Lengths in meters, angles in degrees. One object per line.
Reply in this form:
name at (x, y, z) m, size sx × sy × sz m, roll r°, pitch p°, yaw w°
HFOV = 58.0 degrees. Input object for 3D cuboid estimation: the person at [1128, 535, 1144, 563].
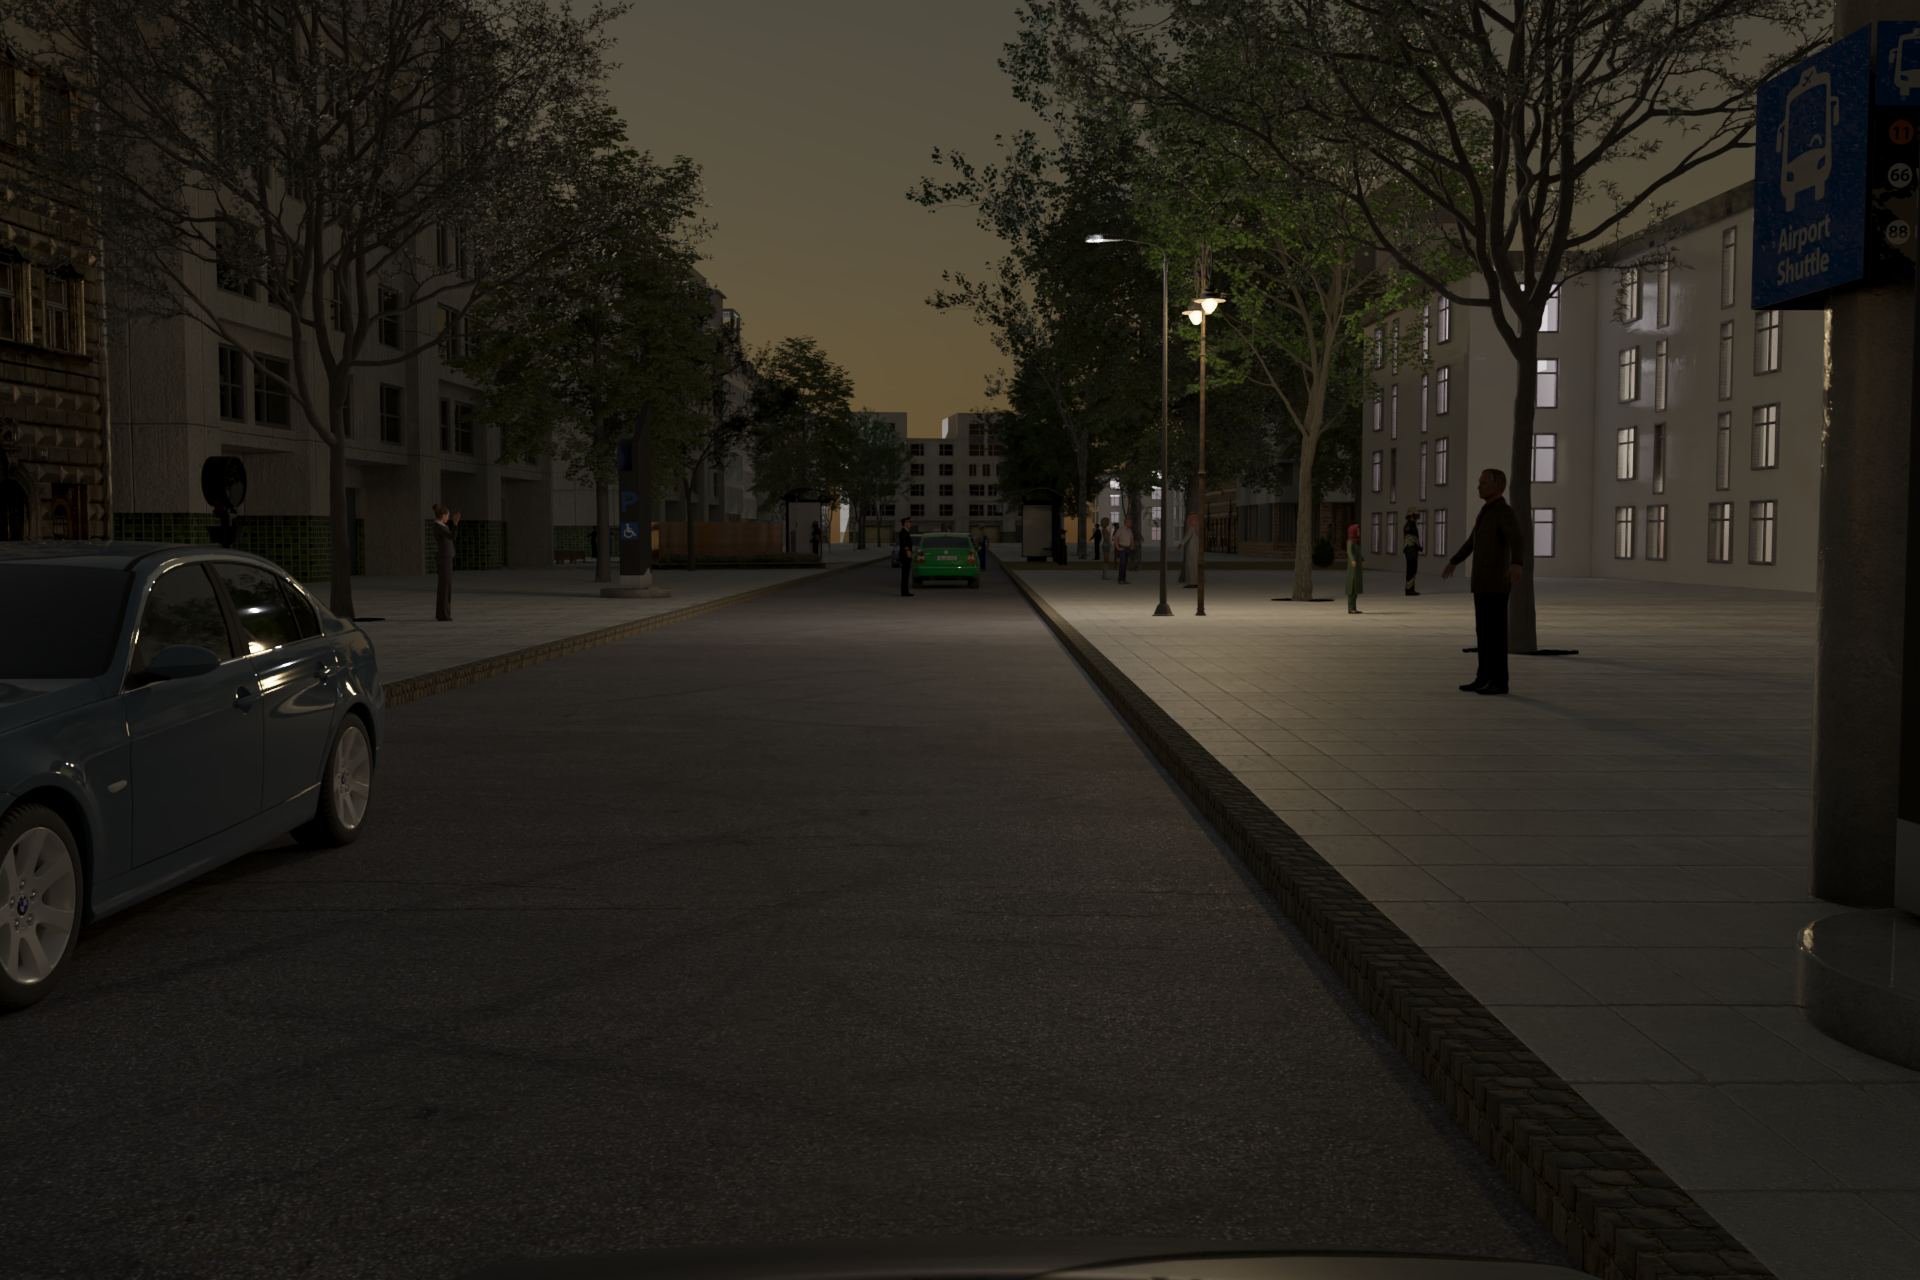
person at (7.531, -4.243, 75.560) m, size 1.347 × 1.806 × 0.705 m, roll -2°, pitch 4°, yaw -32°

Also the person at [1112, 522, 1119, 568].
person at (6.079, -3.642, 66.357) m, size 0.721 × 1.733 × 1.217 m, roll 0°, pitch 4°, yaw 8°

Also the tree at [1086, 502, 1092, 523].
tree at (20.361, -18.661, 255.465) m, size 4.360 × 8.622 × 3.978 m, roll 0°, pitch 3°, yaw 0°

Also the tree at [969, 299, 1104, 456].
tree at (6.840, -17.279, 138.403) m, size 12.611 × 20.169 × 13.585 m, roll 0°, pitch 3°, yaw 0°

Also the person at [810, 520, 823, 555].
person at (-6.077, -4.083, 72.542) m, size 0.705 × 1.856 × 1.354 m, roll -1°, pitch 4°, yaw -14°

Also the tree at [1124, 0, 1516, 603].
tree at (6.687, -6.538, 32.652) m, size 9.928 × 11.665 × 9.643 m, roll 0°, pitch 3°, yaw 0°

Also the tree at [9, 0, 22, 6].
tree at (-8.904, -3.774, 12.072) m, size 4.360 × 8.622 × 3.978 m, roll 0°, pitch 3°, yaw 0°

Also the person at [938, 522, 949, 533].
person at (-0.478, -2.810, 54.528) m, size 1.348 × 1.813 × 0.705 m, roll 2°, pitch 4°, yaw 32°

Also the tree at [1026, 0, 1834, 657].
tree at (6.029, -6.606, 18.371) m, size 12.009 × 13.543 × 11.850 m, roll 0°, pitch 3°, yaw 0°

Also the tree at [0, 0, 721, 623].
tree at (-9.139, -7.007, 24.935) m, size 12.009 × 13.543 × 11.850 m, roll 0°, pitch 3°, yaw 0°

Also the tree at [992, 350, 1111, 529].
tree at (6.705, -12.919, 117.877) m, size 9.857 × 13.997 × 8.962 m, roll 0°, pitch 3°, yaw 0°

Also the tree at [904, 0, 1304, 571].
tree at (4.948, -12.505, 60.341) m, size 12.611 × 20.169 × 13.585 m, roll 0°, pitch 3°, yaw 0°

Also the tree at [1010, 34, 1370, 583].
tree at (6.179, -8.501, 45.648) m, size 9.857 × 13.997 × 8.962 m, roll 0°, pitch 3°, yaw 0°

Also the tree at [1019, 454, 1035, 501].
tree at (6.972, -12.199, 149.819) m, size 4.360 × 8.622 × 3.978 m, roll 0°, pitch 3°, yaw 0°

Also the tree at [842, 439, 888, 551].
tree at (-8.249, -11.091, 131.697) m, size 4.360 × 8.622 × 3.978 m, roll 0°, pitch 3°, yaw 0°

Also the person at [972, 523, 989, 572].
person at (0.812, -3.541, 66.201) m, size 0.705 × 1.847 × 1.347 m, roll 2°, pitch 4°, yaw 30°

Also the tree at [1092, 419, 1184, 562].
tree at (7.239, -7.673, 75.814) m, size 4.360 × 8.622 × 3.978 m, roll 0°, pitch 3°, yaw 0°

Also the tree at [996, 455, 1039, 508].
tree at (7.036, -14.794, 167.643) m, size 9.928 × 11.665 × 9.643 m, roll 0°, pitch 3°, yaw 0°

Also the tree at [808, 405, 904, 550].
tree at (-8.315, -13.176, 141.176) m, size 9.928 × 11.665 × 9.643 m, roll 0°, pitch 3°, yaw 0°

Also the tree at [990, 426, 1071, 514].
tree at (6.609, -14.686, 158.246) m, size 7.486 × 12.596 × 7.792 m, roll 0°, pitch 3°, yaw 0°

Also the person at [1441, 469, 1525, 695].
person at (4.263, -0.477, 13.983) m, size 0.705 × 1.807 × 1.348 m, roll 0°, pitch 4°, yaw -7°

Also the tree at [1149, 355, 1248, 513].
tree at (9.536, -7.316, 69.974) m, size 4.737 × 8.622 × 4.395 m, roll 0°, pitch 3°, yaw 0°

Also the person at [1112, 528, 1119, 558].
person at (8.338, -5.248, 91.654) m, size 0.705 × 1.847 × 1.347 m, roll 2°, pitch 4°, yaw 33°

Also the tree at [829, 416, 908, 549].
tree at (-8.317, -13.836, 151.972) m, size 9.928 × 11.665 × 9.643 m, roll 0°, pitch 3°, yaw 0°

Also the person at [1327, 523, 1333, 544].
person at (17.722, -4.704, 83.181) m, size 0.705 × 1.796 × 1.348 m, roll 1°, pitch 4°, yaw 13°

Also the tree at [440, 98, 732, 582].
tree at (-9.855, -7.835, 46.227) m, size 7.486 × 12.596 × 7.792 m, roll 0°, pitch 3°, yaw 0°

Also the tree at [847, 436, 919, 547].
tree at (-7.767, -14.752, 166.951) m, size 9.928 × 11.665 × 9.643 m, roll 0°, pitch 3°, yaw 0°

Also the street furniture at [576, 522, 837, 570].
street furniture at (-8.261, -3.577, 65.343) m, size 11.010 × 1.723 × 9.812 m, roll -1°, pitch 4°, yaw -23°

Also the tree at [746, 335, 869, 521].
tree at (-8.823, -11.093, 99.505) m, size 7.486 × 12.596 × 7.792 m, roll 0°, pitch 3°, yaw 0°

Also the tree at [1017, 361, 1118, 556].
tree at (6.986, -10.825, 102.742) m, size 9.928 × 11.665 × 9.643 m, roll 0°, pitch 3°, yaw 0°

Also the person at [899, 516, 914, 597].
person at (-1.219, -1.926, 39.877) m, size 0.705 × 1.837 × 1.347 m, roll 0°, pitch 4°, yaw 0°

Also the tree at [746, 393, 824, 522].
tree at (-8.678, -8.570, 90.479) m, size 4.360 × 8.622 × 3.978 m, roll 0°, pitch 3°, yaw 0°

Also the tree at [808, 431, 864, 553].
tree at (-8.761, -10.040, 114.511) m, size 4.360 × 8.622 × 3.978 m, roll 0°, pitch 3°, yaw 0°

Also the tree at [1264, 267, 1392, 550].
tree at (16.760, -9.558, 74.397) m, size 7.486 × 12.596 × 7.792 m, roll 0°, pitch 3°, yaw 0°

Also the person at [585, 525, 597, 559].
person at (-19.226, -5.137, 90.707) m, size 0.721 × 1.740 × 1.216 m, roll 2°, pitch 4°, yaw 27°

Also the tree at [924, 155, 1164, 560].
tree at (5.064, -14.164, 87.465) m, size 12.611 × 20.169 × 13.585 m, roll 0°, pitch 3°, yaw 0°

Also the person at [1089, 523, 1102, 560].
person at (6.768, -4.870, 85.819) m, size 0.705 × 1.806 × 1.347 m, roll -1°, pitch 4°, yaw -21°

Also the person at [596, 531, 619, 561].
person at (-16.266, -4.512, 79.898) m, size 0.704 × 1.817 × 1.347 m, roll 3°, pitch 5°, yaw 45°

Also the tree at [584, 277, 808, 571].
tree at (-9.246, -7.687, 60.102) m, size 8.767 × 10.594 × 7.601 m, roll 0°, pitch 4°, yaw 6°
